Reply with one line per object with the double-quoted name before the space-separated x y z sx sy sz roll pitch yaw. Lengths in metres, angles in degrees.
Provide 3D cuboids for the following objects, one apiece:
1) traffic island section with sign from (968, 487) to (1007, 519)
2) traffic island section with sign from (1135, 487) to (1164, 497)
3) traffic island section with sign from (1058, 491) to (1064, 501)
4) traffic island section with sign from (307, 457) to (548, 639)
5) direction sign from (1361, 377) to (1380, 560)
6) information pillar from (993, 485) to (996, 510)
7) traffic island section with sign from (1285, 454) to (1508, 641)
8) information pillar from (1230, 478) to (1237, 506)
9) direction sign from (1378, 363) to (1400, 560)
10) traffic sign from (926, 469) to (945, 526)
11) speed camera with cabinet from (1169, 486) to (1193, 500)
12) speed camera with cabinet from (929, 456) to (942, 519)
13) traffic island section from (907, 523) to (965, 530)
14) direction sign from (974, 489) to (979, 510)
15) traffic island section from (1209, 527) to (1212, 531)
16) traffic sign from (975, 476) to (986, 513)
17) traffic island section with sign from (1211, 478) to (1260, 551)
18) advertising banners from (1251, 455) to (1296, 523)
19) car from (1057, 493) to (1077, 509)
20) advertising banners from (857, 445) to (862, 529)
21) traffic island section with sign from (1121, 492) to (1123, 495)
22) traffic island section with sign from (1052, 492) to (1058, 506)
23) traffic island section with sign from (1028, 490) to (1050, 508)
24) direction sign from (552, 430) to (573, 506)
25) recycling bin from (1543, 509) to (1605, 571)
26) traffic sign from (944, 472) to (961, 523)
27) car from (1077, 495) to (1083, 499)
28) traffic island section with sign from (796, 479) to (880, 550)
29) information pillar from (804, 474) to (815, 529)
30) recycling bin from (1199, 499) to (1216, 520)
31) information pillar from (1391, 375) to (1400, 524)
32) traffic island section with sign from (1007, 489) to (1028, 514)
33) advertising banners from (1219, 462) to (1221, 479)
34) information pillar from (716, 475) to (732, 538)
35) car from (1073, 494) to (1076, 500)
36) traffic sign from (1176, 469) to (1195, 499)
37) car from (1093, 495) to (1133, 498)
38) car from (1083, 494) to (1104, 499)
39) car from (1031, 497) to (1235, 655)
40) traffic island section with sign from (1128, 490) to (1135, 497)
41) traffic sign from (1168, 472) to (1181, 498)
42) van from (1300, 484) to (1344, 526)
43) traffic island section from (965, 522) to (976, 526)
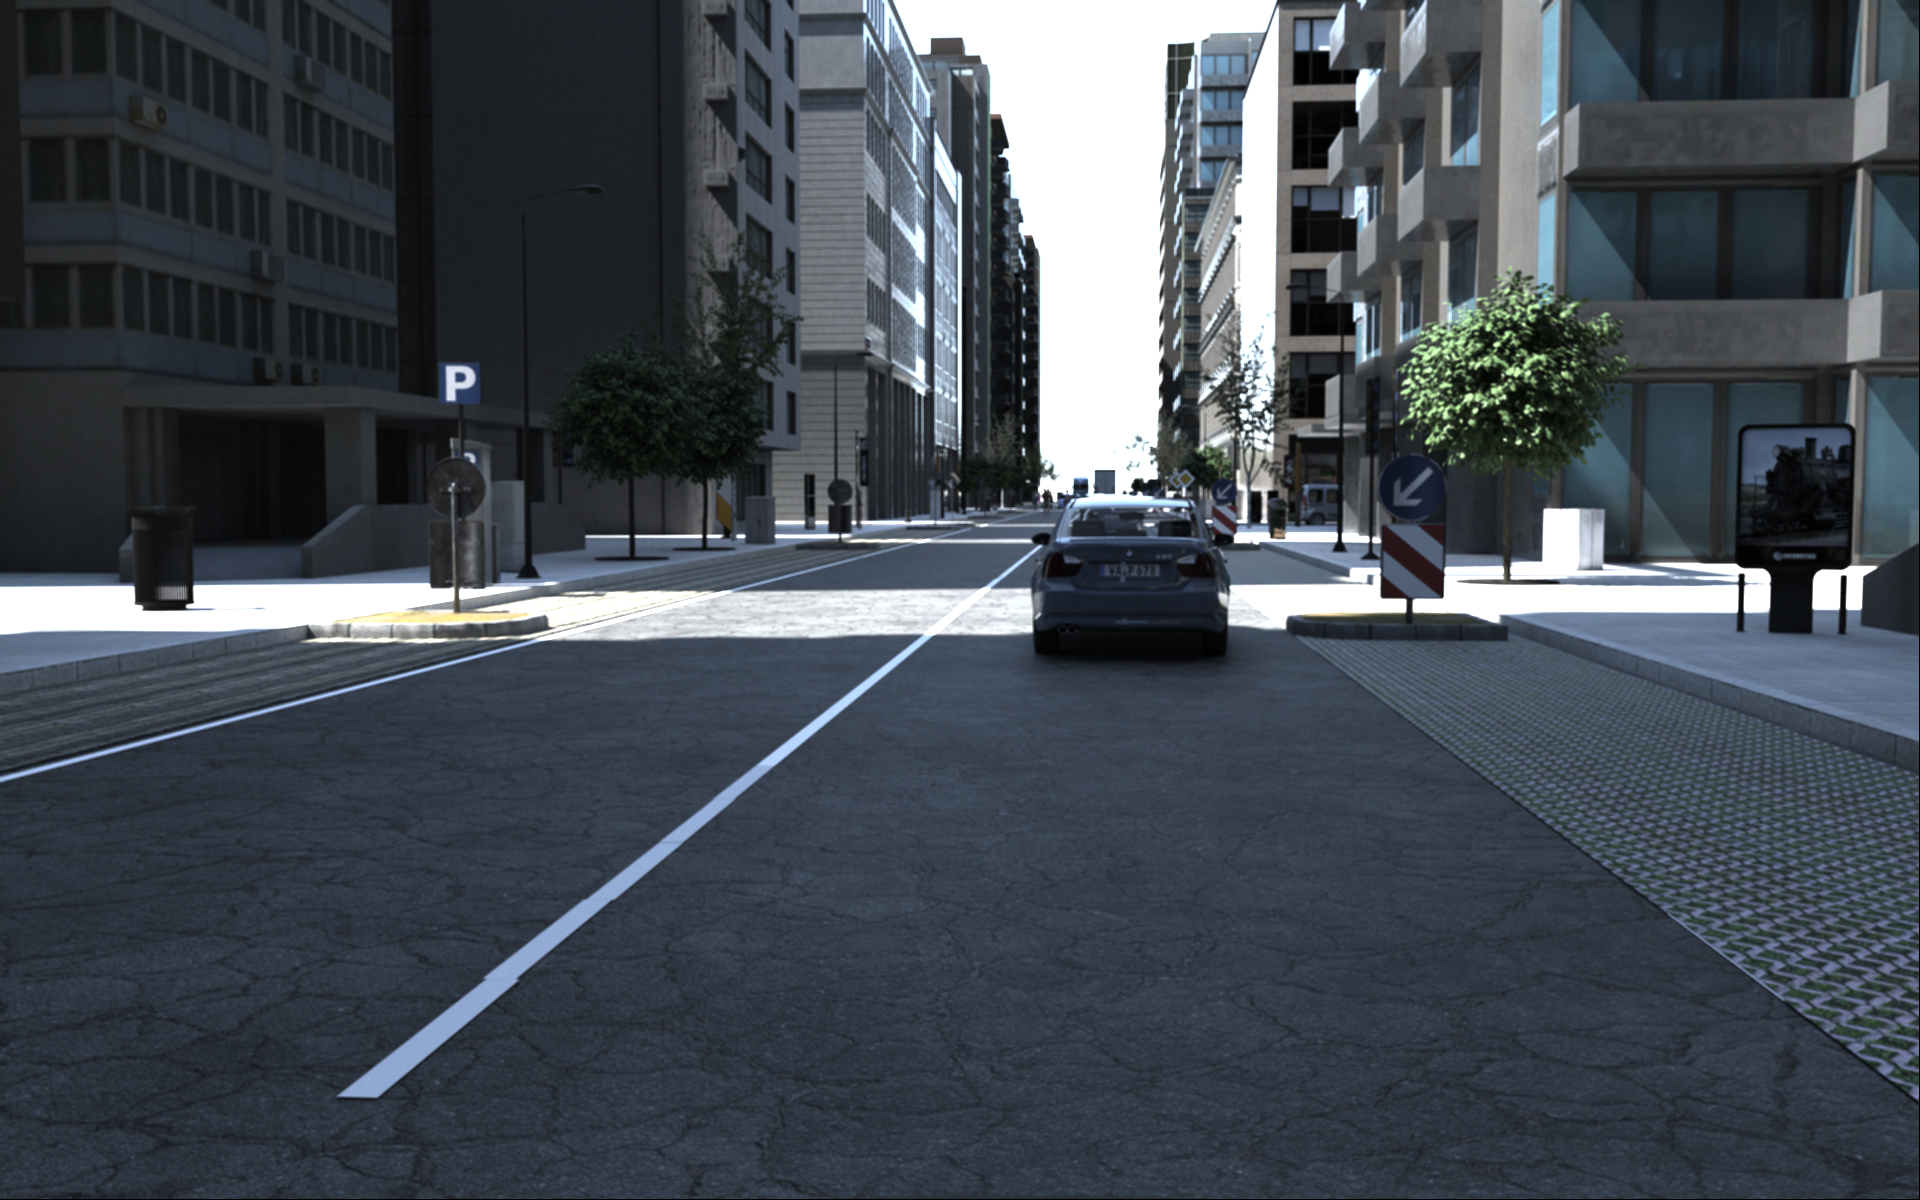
"traffic island section with sign" 1.515 -5.619 100.491 1.989 1.847 2.006 0 4 5
"traffic island section with sign" 11.205 -5.538 99.167 1.989 1.847 2.006 0 4 5
"traffic island section with sign" 14.800 -15.323 259.151 1.989 1.847 2.006 0 4 5
"traffic island section with sign" -5.393 -0.570 17.947 1.989 1.847 2.006 0 4 5
"direction sign" 8.076 -2.567 33.960 0.379 3.537 0.876 0 4 -1
"information pillar" 2.758 -8.185 138.313 0.304 2.012 0.304 0 3 0
"traffic island section with sign" 4.399 -0.561 17.795 1.989 1.847 2.006 0 4 5
"information pillar" 12.770 -4.667 80.801 0.304 2.012 0.304 1 4 12
"direction sign" 7.630 -2.348 30.385 0.379 3.537 0.876 1 4 9
"traffic sign" -1.003 -4.060 70.028 0.795 2.450 0.064 0 4 5
"speed camera with cabinet" 19.047 -9.481 149.350 2.038 3.252 0.660 -2 4 -25
"speed camera with cabinet" -1.259 -5.819 89.476 0.660 3.252 2.038 0 4 0
"traffic island section" -1.028 -2.924 70.092 2.009 0.180 2.903 0 4 5
"direction sign" 1.365 -9.231 142.915 0.876 3.537 0.379 -1 4 -12
"traffic island section" 9.028 -2.873 69.249 2.009 0.180 2.903 0 4 5
"traffic sign" 1.402 -7.321 119.810 0.768 2.556 0.104 1 4 10
"traffic island section with sign" 6.651 -2.204 44.656 1.989 1.847 2.006 0 4 5
"advertising banners" 13.864 -4.934 76.866 2.074 3.025 0.090 0 4 -4
"car" 10.489 -9.804 169.894 1.945 1.707 3.694 0 4 3
"advertising banners" -3.682 -4.099 63.205 0.090 3.025 2.074 0 4 1
"traffic island section with sign" 17.643 -10.241 176.072 1.989 1.847 2.006 0 4 5
"traffic island section with sign" 10.205 -11.973 204.382 1.989 1.847 2.006 0 4 5
"traffic island section with sign" 7.895 -10.285 176.785 1.989 1.847 2.006 0 4 5
"direction sign" -11.534 -3.543 49.932 0.379 3.537 0.876 3 5 43
"recycling bin" 10.324 -1.014 29.140 0.722 1.027 0.722 -2 4 -34
"traffic sign" -0.338 -4.547 77.986 0.795 2.450 0.064 0 4 5
"car" 13.507 -11.710 204.043 1.945 1.354 3.894 0 4 7
"traffic island section with sign" -3.126 -2.226 45.022 1.989 1.847 2.006 0 4 5
"information pillar" -5.458 -3.579 63.002 0.304 2.012 0.304 -2 4 -30
"recycling bin" 12.317 -4.485 85.890 0.722 1.027 0.722 -1 4 -23
"information pillar" 8.527 -2.602 33.904 0.183 3.616 0.504 1 4 18
"traffic island section with sign" 3.772 -7.272 127.525 1.989 1.847 2.006 0 4 5
"advertising banners" 14.035 -6.007 94.408 0.090 3.025 2.074 1 4 18
"information pillar" -6.819 -3.593 50.105 0.504 3.616 0.183 -3 4 -38
"car" 12.165 -11.070 193.003 2.014 1.417 4.499 0 4 4
"traffic sign" 9.004 -4.008 69.174 0.795 2.450 0.064 0 4 5
"car" 4.627 -2.449 52.037 2.014 1.417 4.499 0 4 6
"car" 7.598 -5.339 97.080 2.009 1.686 4.222 0 4 5
"car" 1.663 -0.292 16.773 2.014 1.417 4.499 0 4 6
"traffic island section with sign" 13.507 -7.216 126.610 1.989 1.847 2.006 0 4 5
"traffic sign" 9.670 -4.495 77.131 0.795 2.450 0.064 0 4 5
"van" 16.339 -4.042 73.098 4.112 2.044 2.013 0 4 3
"traffic island section" -0.362 -3.411 78.050 2.009 0.180 2.903 0 4 5
